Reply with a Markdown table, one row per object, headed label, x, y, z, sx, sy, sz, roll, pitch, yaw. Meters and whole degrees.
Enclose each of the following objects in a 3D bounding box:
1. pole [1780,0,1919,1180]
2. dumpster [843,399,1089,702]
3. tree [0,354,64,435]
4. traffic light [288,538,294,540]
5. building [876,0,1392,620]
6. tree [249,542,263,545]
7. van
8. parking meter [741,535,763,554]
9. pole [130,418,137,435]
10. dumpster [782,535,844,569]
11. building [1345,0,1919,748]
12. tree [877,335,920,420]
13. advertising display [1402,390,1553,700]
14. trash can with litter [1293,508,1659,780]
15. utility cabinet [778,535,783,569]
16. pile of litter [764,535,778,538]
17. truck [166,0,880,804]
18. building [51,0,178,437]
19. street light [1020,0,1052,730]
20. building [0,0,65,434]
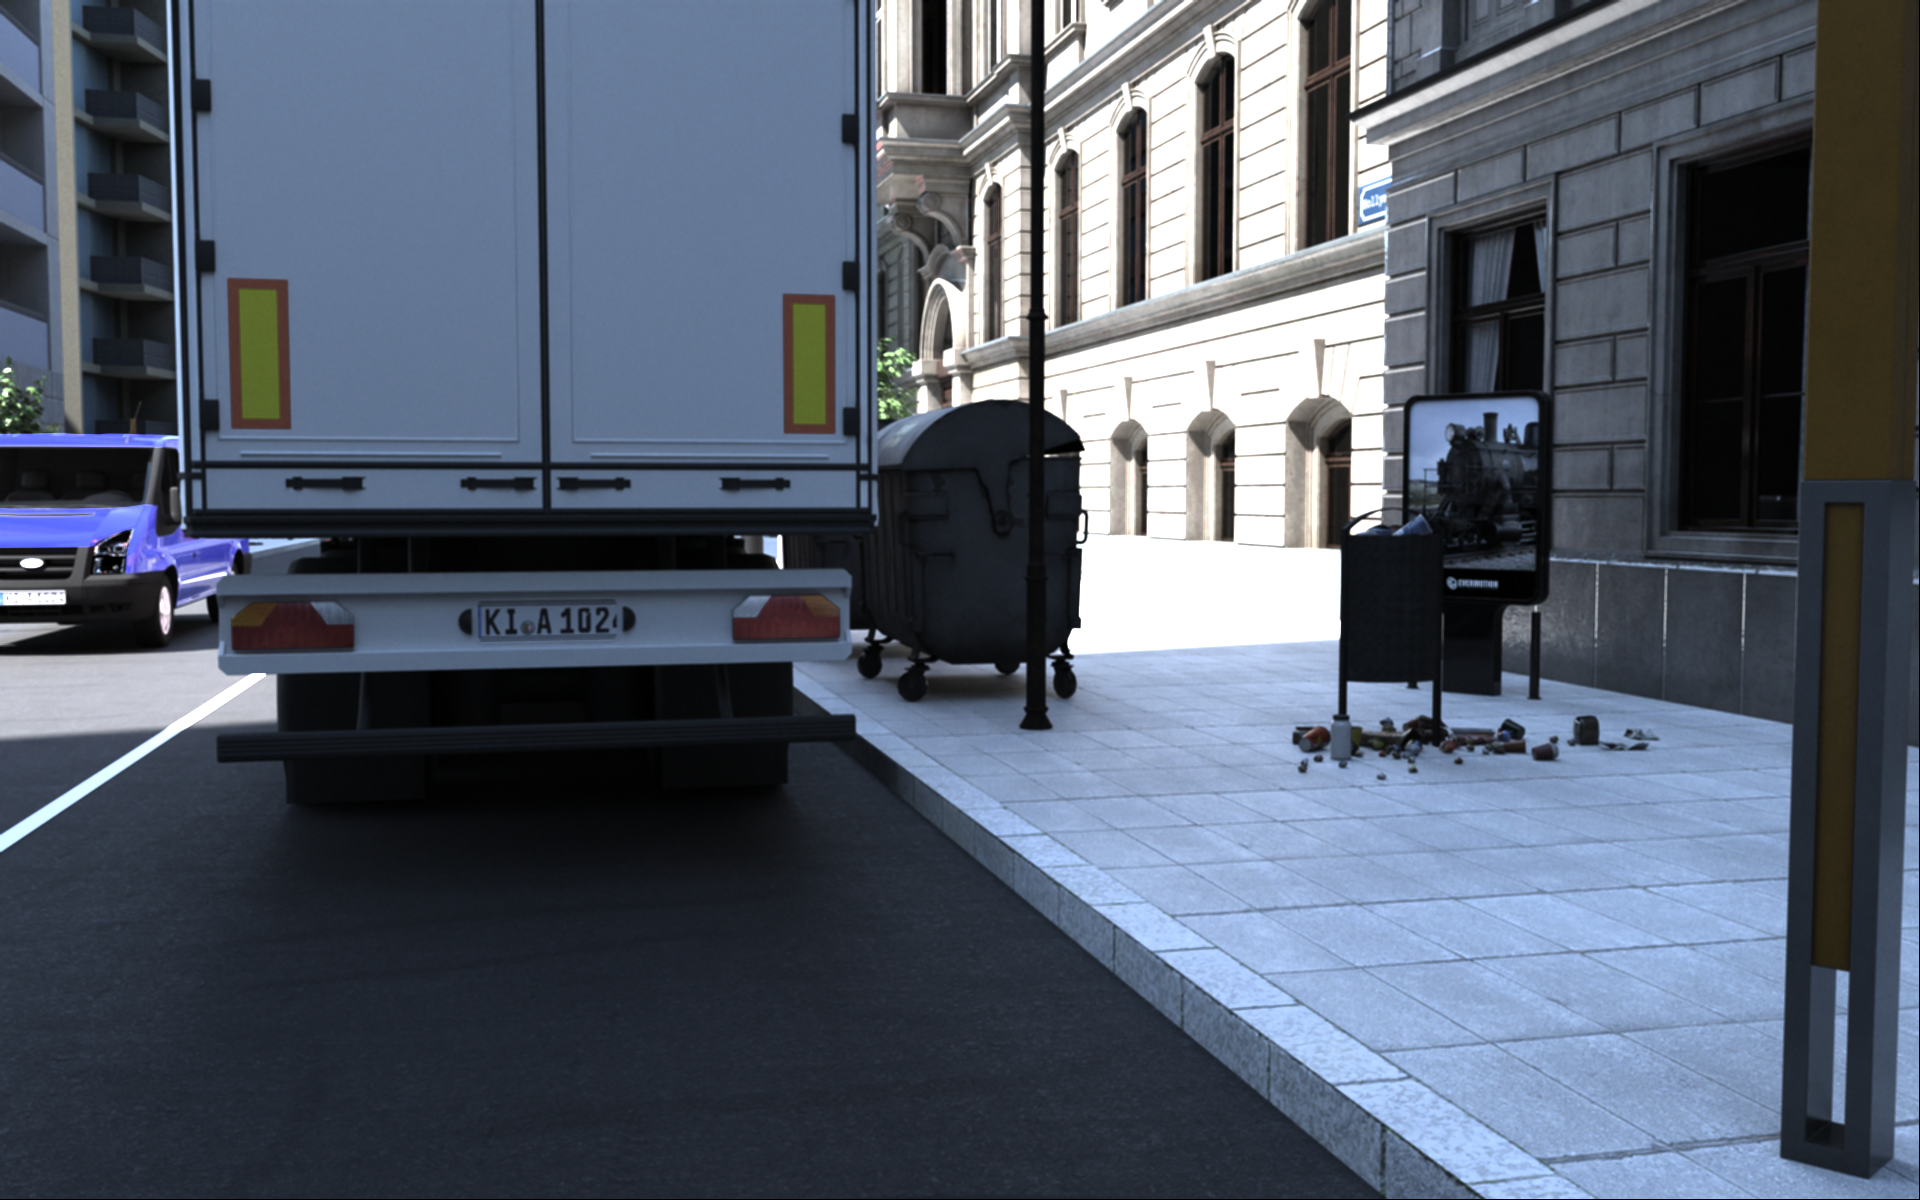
| label | x | y | z | sx | sy | sz | roll | pitch | yaw |
| --- | --- | --- | --- | --- | --- | --- | --- | --- | --- |
| pole | 1.695 | -0.575 | 3.246 | 0.158 | 3.312 | 0.155 | 0 | 3 | 0 |
| dumpster | 0.037 | -0.348 | 11.447 | 1.264 | 1.857 | 1.865 | -1 | 4 | -14 |
| tree | -13.089 | -1.806 | 24.134 | 1.663 | 3.219 | 1.824 | 0 | 3 | 0 |
| traffic light | -18.724 | -3.637 | 48.385 | 0.839 | 4.253 | 0.868 | -1 | 4 | -14 |
| building | 5.184 | -13.084 | 33.000 | 14.460 | 24.649 | 34.723 | -1 | 4 | -14 |
| tree | -18.015 | -2.995 | 43.564 | 1.663 | 3.219 | 1.824 | 0 | 3 | 0 |
| van | -8.733 | -0.816 | 17.719 | 2.240 | 2.365 | 5.245 | -1 | 4 | -13 |
| parking meter | -3.427 | -1.231 | 28.532 | 0.372 | 1.533 | 0.369 | 0 | 3 | 0 |
| pole | -22.281 | -3.236 | 46.757 | 0.158 | 3.312 | 0.155 | 0 | 3 | 0 |
| dumpster | -0.782 | -0.515 | 14.179 | 1.264 | 1.857 | 1.865 | -1 | 4 | -14 |
| building | 10.121 | -8.674 | 6.451 | 10.561 | 19.102 | 19.286 | -1 | 4 | -14 |
| tree | -2.328 | -2.546 | 25.341 | 4.285 | 4.588 | 4.351 | 0 | 3 | 0 |
| advertising display | 3.290 | -0.359 | 11.089 | 0.974 | 1.923 | 0.123 | 3 | 5 | 44 |
| trash can with litter | 2.575 | 0.145 | 8.680 | 2.233 | 1.210 | 1.678 | -1 | 4 | -9 |
| utility cabinet | -1.353 | -0.410 | 17.861 | 1.020 | 1.237 | 0.306 | -1 | 4 | -10 |
| pile of litter | -4.899 | -2.287 | 51.357 | 1.719 | 0.858 | 1.176 | 1 | 4 | 9 |
| truck | -2.832 | -1.382 | 11.517 | 2.839 | 4.237 | 11.283 | -1 | 4 | -14 |
| building | -40.670 | -25.420 | 70.249 | 22.147 | 44.769 | 28.867 | -1 | 4 | -14 |
| street light | 0.417 | -2.234 | 9.320 | 0.468 | 5.910 | 1.993 | -1 | 4 | -14 |
| building | -32.887 | -29.853 | 30.093 | 28.212 | 58.520 | 21.231 | -1 | 4 | -14 |
